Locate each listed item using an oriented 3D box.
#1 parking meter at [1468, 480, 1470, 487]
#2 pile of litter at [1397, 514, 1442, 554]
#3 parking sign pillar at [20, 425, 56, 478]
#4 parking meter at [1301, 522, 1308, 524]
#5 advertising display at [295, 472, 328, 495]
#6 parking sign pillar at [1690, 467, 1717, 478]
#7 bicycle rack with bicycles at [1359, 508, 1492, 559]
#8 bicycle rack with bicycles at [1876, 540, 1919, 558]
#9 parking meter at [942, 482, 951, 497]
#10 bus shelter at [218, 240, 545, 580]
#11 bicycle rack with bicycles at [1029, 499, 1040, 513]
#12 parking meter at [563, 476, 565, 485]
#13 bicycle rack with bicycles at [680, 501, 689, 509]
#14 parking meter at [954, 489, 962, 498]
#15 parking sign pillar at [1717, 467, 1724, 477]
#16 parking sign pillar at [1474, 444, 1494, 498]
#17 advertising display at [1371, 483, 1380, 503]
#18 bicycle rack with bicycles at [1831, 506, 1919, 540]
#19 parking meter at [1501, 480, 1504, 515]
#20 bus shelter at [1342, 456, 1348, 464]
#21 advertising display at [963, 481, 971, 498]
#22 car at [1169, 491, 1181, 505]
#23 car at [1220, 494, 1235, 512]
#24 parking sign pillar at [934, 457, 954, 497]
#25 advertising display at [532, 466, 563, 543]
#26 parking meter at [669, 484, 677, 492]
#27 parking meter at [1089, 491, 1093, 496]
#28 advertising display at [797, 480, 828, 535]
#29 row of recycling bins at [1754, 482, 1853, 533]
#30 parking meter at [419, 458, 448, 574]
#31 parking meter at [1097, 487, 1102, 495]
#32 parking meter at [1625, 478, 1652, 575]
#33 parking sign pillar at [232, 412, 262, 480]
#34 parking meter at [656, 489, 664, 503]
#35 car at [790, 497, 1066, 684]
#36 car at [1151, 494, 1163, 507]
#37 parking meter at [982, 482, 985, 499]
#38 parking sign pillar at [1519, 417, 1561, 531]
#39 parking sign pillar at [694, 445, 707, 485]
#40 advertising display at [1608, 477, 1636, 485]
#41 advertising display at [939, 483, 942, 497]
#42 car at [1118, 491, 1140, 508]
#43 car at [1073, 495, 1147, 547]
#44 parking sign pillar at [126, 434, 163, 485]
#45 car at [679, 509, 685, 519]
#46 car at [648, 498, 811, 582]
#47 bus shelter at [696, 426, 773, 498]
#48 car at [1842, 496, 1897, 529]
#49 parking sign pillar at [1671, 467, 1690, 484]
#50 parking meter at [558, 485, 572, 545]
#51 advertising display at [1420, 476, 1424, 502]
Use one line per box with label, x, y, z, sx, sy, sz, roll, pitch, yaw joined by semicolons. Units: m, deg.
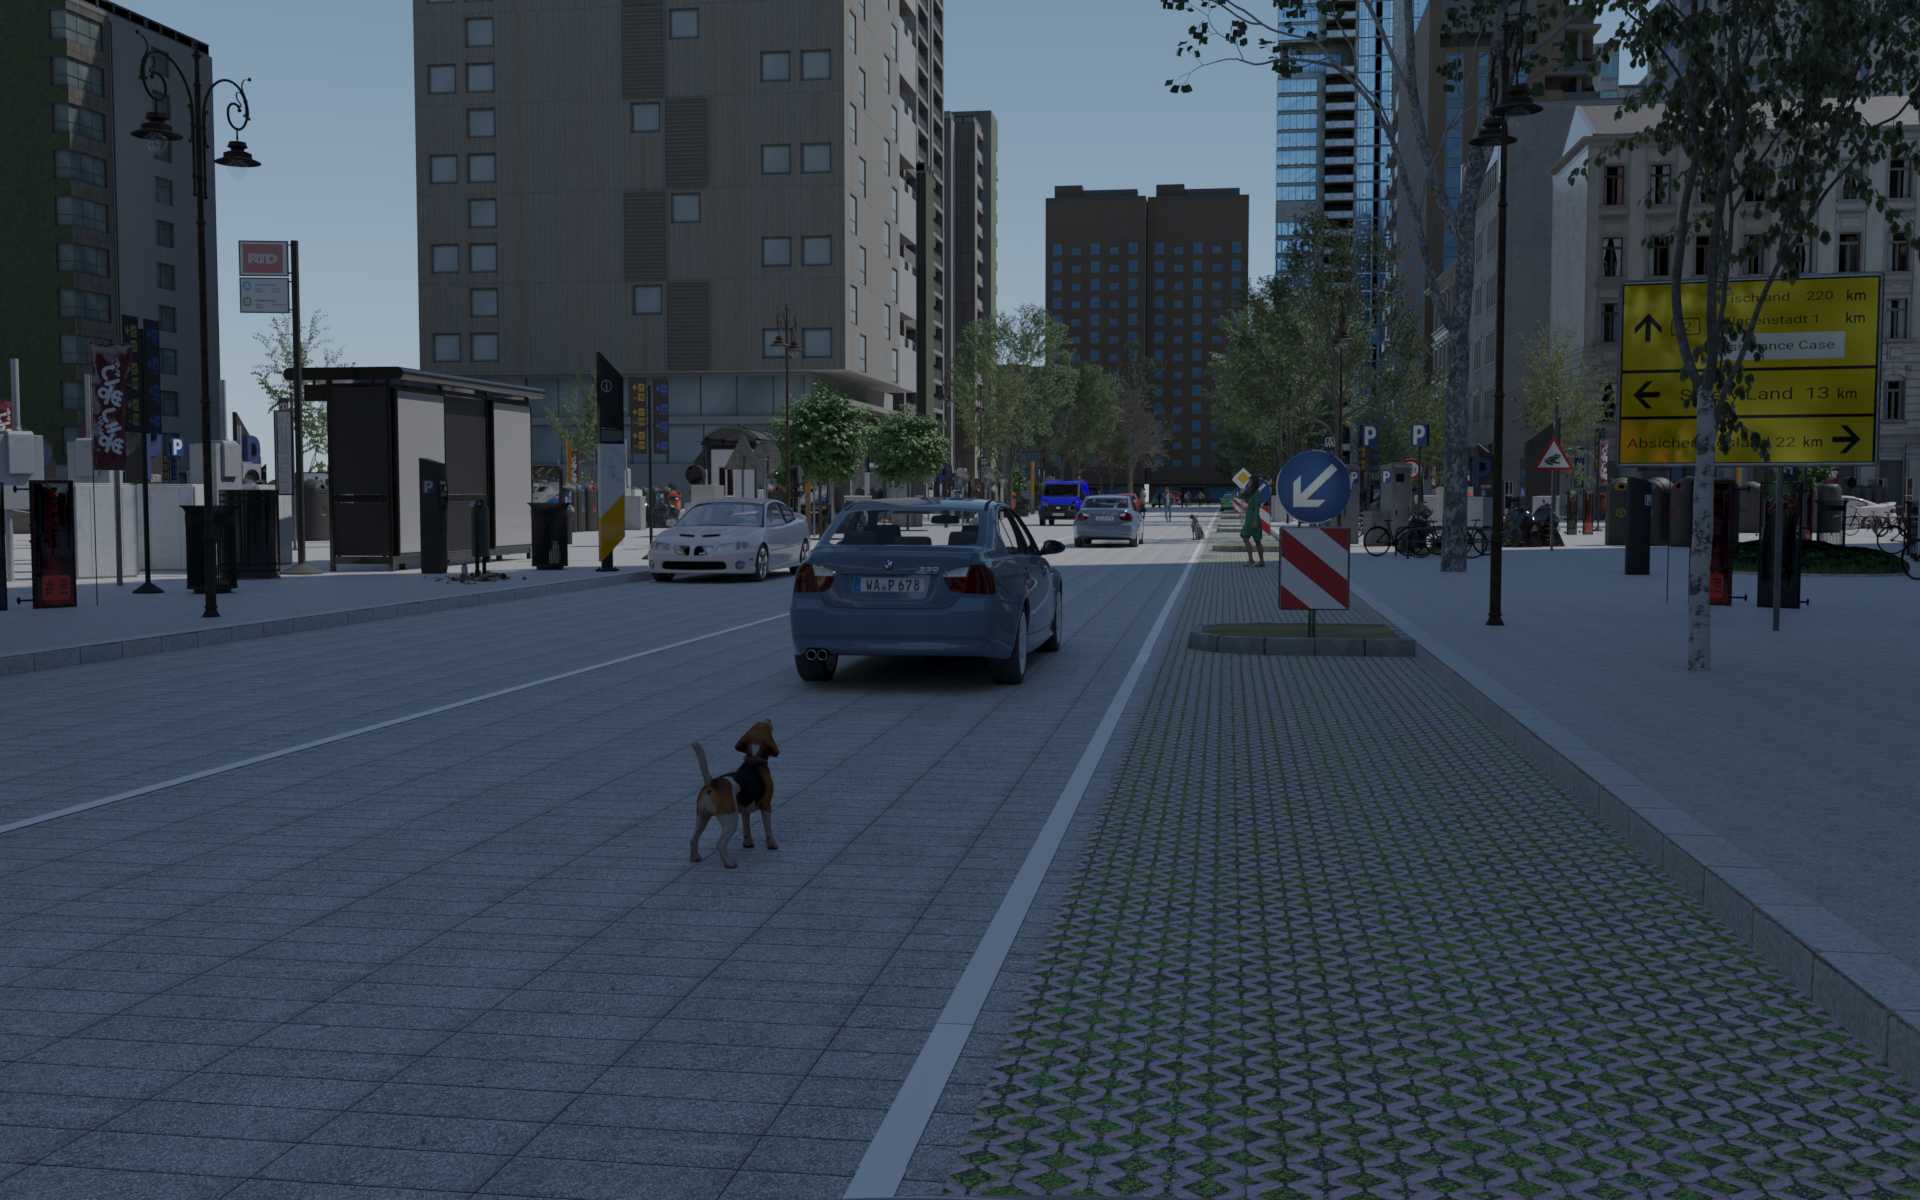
parking meter;21.518;-4.185;74.143;0.399;1.863;0.255;0;4;-1
pile of litter;10.195;-1.451;37.688;1.719;0.858;1.176;-2;4;-30
parking sign pillar;-34.234;-4.627;64.126;1.447;3.967;1.447;3;5;45
parking meter;14.837;-4.055;74.716;0.372;1.533;0.369;0;3;0
advertising display;-18.867;-2.768;50.473;0.974;1.923;0.123;-2;4;-29
parking sign pillar;54.560;-8.514;127.676;1.447;3.967;1.447;0;4;1
bicycle rack with bicycles;9.699;-1.334;35.201;2.925;0.926;2.852;0;4;8
bicycle rack with bicycles;21.292;-1.413;36.479;2.852;0.926;2.925;-3;5;-41
parking meter;-0.638;-4.610;81.082;0.399;1.863;0.255;-1;4;-16
bus shelter;-9.918;-3.203;29.998;2.179;5.291;8.768;1;4;9
bicycle rack with bicycles;6.901;-7.655;138.538;2.925;0.926;2.852;3;4;38
parking meter;-10.955;-2.537;47.185;0.399;1.863;0.255;2;4;26
bicycle rack with bicycles;-13.159;-4.567;88.045;2.852;0.926;2.925;3;4;39
parking meter;-0.100;-4.903;88.583;0.372;1.533;0.369;0;3;0
parking sign pillar;60.983;-9.232;139.423;1.447;3.967;1.447;-2;4;-34
parking sign pillar;27.950;-6.332;91.996;1.447;3.967;1.447;-2;4;-35
advertising display;25.087;-6.077;104.578;0.123;1.923;0.974;3;5;39
bicycle rack with bicycles;28.152;-2.405;52.709;2.925;0.926;2.852;-1;4;-16
parking meter;22.314;-4.041;71.775;0.255;1.863;0.399;-1;4;-15
bus shelter;22.122;-6.857;103.388;1.731;3.624;6.357;1;4;9
advertising display;0.268;-4.289;75.333;0.123;1.923;0.974;-1;4;-17
car;27.357;-13.044;221.941;2.281;1.827;5.304;1;4;11
car;21.477;-7.824;136.716;1.959;1.807;4.718;1;4;9
parking sign pillar;-1.031;-7.494;111.006;1.447;3.967;1.447;-2;4;-31
advertising display;-9.478;-2.092;39.412;0.974;1.923;0.123;1;4;19
parking meter;-16.120;-5.596;97.204;0.399;1.863;0.255;-3;4;-36
parking meter;10.926;-8.364;145.165;0.372;1.533;0.369;0;3;0
advertising display;-4.608;-2.986;54.032;0.974;1.923;0.123;-1;4;-9
row of recycling bins;27.468;-3.071;57.320;3.534;1.692;1.069;0;4;-7
parking meter;-8.477;-1.358;27.913;0.399;1.863;0.255;1;4;15
parking meter;11.545;-8.397;143.002;0.399;1.863;0.255;1;4;9
parking meter;10.780;-1.169;27.526;0.372;1.533;0.369;0;3;0
parking sign pillar;-23.613;-4.217;57.419;1.447;3.967;1.447;0;4;-1
parking meter;-14.022;-4.435;80.929;0.372;1.533;0.369;0;3;0
car;-0.173;-0.149;14.436;2.014;1.417;4.499;1;4;9
car;21.887;-11.030;189.138;1.959;1.807;4.718;1;4;10
parking meter;1.107;-4.570;80.425;0.255;1.863;0.399;1;4;14
parking sign pillar;20.266;-4.407;60.528;1.447;3.967;1.447;-1;4;-12
parking sign pillar;-13.958;-6.481;94.438;1.447;3.967;1.447;-3;5;-43
advertising display;24.337;-3.578;63.711;0.974;1.923;0.123;1;4;14
advertising display;-0.935;-5.837;100.642;0.123;1.923;0.974;-2;4;-26
car;11.592;-6.817;120.498;2.155;1.783;4.494;0;4;8
car;4.162;-2.208;48.106;2.014;1.417;4.499;1;4;9
parking sign pillar;-19.829;-3.281;42.122;1.447;3.967;1.447;0;4;-6
car;-9.763;-3.724;73.243;4.827;1.381;2.083;1;4;10
car;-3.883;-1.071;29.867;2.083;1.381;4.827;1;4;9
bus shelter;-6.489;-3.712;54.612;2.014;3.302;5.546;1;4;9
car;33.399;-3.326;66.746;4.827;1.381;2.083;1;4;10
parking sign pillar;47.663;-7.808;116.129;1.447;3.967;1.447;-2;4;-30
parking meter;-10.047;-2.177;43.999;0.372;1.533;0.369;0;3;0
advertising display;16.181;-3.396;60.736;0.123;1.923;0.974;1;4;16
